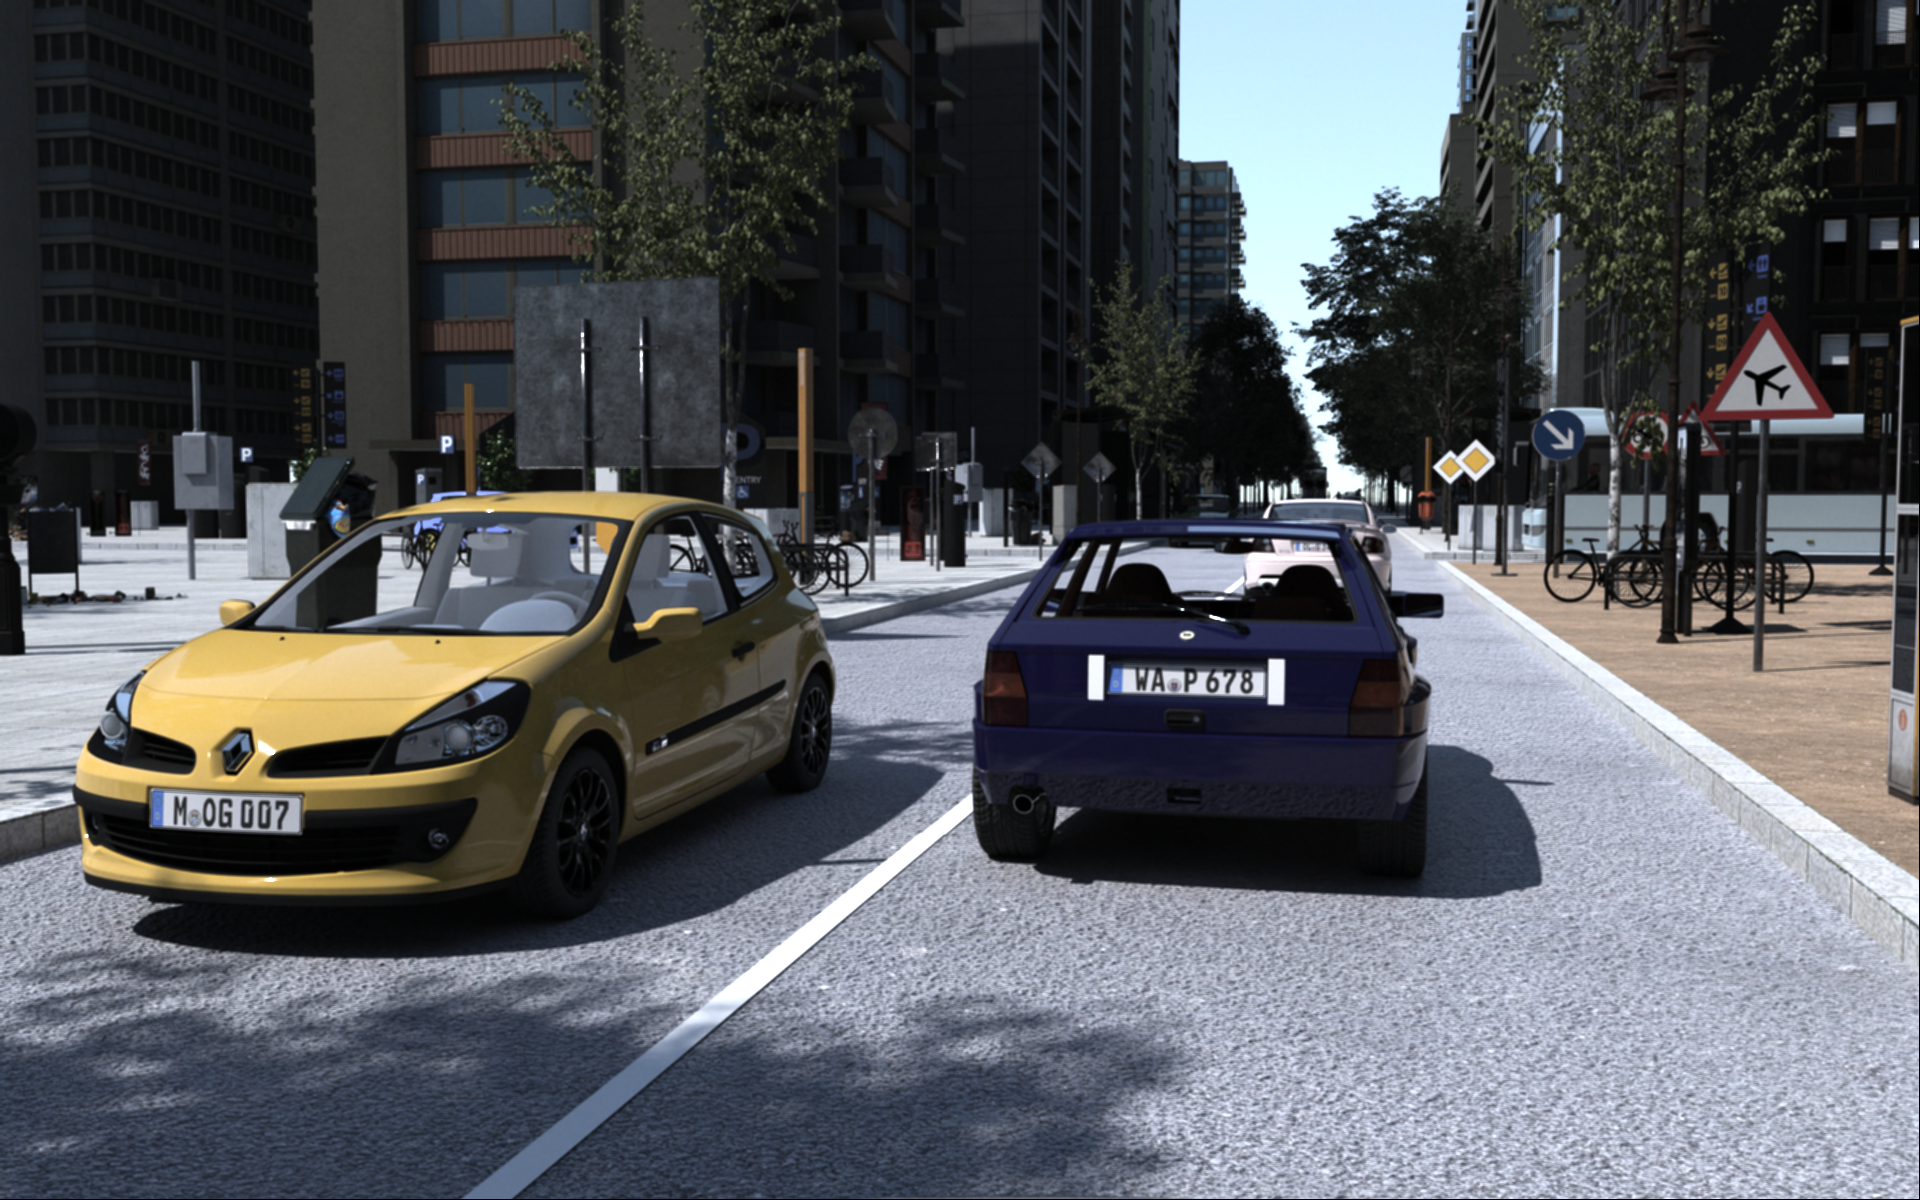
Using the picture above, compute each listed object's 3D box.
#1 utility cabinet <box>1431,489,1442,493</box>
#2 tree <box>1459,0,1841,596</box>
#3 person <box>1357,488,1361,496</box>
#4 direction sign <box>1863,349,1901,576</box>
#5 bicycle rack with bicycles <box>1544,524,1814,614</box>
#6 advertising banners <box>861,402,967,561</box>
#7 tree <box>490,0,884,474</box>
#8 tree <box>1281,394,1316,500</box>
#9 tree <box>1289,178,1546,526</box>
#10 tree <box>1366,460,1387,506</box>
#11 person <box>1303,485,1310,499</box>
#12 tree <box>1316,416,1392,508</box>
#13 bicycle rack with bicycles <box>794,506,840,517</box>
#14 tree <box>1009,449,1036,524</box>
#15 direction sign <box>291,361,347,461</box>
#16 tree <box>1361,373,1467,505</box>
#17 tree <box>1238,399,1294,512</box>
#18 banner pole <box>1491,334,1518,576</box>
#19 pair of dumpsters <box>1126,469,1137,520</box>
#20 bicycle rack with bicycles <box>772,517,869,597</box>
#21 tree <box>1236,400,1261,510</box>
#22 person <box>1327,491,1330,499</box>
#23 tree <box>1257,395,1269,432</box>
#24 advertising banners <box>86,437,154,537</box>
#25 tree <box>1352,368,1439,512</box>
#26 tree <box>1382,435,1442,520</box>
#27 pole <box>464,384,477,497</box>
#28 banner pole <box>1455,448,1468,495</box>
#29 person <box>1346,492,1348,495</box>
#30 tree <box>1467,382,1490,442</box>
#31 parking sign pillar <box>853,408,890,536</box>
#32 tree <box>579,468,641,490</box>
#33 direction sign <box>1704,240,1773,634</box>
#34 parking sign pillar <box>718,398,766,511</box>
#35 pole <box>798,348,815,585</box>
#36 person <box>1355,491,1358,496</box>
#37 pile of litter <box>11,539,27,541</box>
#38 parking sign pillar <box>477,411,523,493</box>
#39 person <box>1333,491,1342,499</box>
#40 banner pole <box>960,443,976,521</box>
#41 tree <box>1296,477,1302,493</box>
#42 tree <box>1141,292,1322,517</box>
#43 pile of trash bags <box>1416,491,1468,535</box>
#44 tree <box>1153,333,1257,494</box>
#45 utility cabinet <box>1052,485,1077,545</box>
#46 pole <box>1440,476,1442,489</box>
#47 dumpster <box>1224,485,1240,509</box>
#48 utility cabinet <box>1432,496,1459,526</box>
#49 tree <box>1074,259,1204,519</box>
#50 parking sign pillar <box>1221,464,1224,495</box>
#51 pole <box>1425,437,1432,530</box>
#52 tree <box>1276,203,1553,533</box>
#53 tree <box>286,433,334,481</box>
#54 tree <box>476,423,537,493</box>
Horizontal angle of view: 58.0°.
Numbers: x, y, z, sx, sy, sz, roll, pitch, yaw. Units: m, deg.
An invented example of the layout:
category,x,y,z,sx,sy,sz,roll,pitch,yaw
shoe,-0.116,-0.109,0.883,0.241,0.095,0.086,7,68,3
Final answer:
category,x,y,z,sx,sy,sz,roll,pitch,yaw
utility cabinet,22.180,-4.455,81.526,1.173,1.500,0.318,3,5,40
tree,8.475,-4.354,21.546,4.737,8.622,4.395,0,3,0
person,27.452,-6.753,118.918,0.705,1.823,1.348,1,4,18
direction sign,14.600,-2.160,27.321,0.876,3.537,0.379,-1,4,-17
bicycle rack with bicycles,8.224,-0.396,19.850,2.925,0.926,2.852,2,4,24
advertising banners,-0.874,-2.257,33.090,2.074,3.025,0.090,-1,4,-14
tree,-2.873,-4.259,20.005,4.737,8.622,4.395,0,3,0
tree,38.181,-17.960,204.017,12.009,13.543,11.850,0,3,0
tree,18.385,-9.971,69.680,9.857,13.997,8.962,0,3,0
tree,44.536,-14.149,181.703,4.737,8.622,4.395,0,3,0
person,14.933,-4.049,74.819,0.853,1.813,0.709,1,4,16
tree,39.857,-15.325,160.937,12.009,13.543,11.850,0,3,0
bicycle rack with bicycles,-4.409,-2.288,50.795,2.925,0.926,2.852,0,4,1
tree,2.725,-4.878,74.353,1.663,3.219,1.824,0,3,0
direction sign,-10.977,-2.307,29.711,0.876,3.537,0.379,-1,4,-11
tree,26.272,-9.191,100.633,4.360,8.622,3.978,0,3,0
tree,20.688,-10.394,120.298,4.737,8.622,4.395,0,3,0
banner pole,8.430,-2.257,26.926,0.401,3.779,0.863,2,4,34
pair of dumpsters,5.219,-3.574,60.931,1.574,2.255,4.437,1,4,13
bicycle rack with bicycles,-2.581,-0.560,22.537,2.925,0.926,2.852,0,4,-6
tree,24.927,-12.787,143.474,8.767,10.594,7.601,1,4,16
person,51.407,-14.252,241.532,0.705,1.823,1.348,-1,4,-9
tree,12.903,-8.264,85.478,4.360,8.622,3.978,0,3,0
advertising banners,-25.657,-3.473,52.964,0.090,3.025,2.074,3,5,41
tree,31.664,-12.299,126.836,9.928,11.665,9.643,0,3,0
tree,22.850,-6.291,86.572,4.285,4.588,4.351,0,3,0
pole,-9.057,-2.338,32.073,0.158,3.312,0.155,0,3,0
banner pole,24.198,-5.736,83.803,0.863,3.779,0.401,3,5,40
person,54.611,-14.406,244.868,0.721,1.723,1.217,0,4,1
tree,32.502,-9.623,107.698,4.360,8.622,3.978,0,3,0
parking sign pillar,-2.894,-3.990,53.716,1.447,3.967,1.447,-2,4,-24
tree,-9.434,-3.228,47.386,1.663,3.219,1.824,0,3,0
direction sign,7.142,-1.466,15.972,0.379,3.537,0.876,-1,4,-13
parking sign pillar,-5.987,-3.618,47.629,1.447,3.967,1.447,0,4,-6
pole,-2.159,-1.863,24.311,0.158,3.312,0.155,0,3,0
person,32.288,-8.027,140.571,0.721,1.723,1.217,2,4,34
pile of litter,-25.650,-2.078,47.932,1.176,0.858,1.719,2,4,27
parking sign pillar,-14.106,-3.954,53.121,1.447,3.967,1.447,-2,4,-27
person,37.527,-9.935,171.671,1.217,1.736,0.721,1,4,14
banner pole,0.377,-5.746,83.959,0.863,3.779,0.401,0,4,-2
tree,49.359,-18.357,250.499,4.360,8.622,3.978,0,3,0
tree,15.532,-11.112,98.687,9.611,12.733,9.660,0,3,0
pile of trash bags,15.879,-2.745,54.628,1.912,1.369,3.447,-3,5,-39
tree,10.548,-7.865,78.948,4.360,8.622,3.978,0,3,0
utility cabinet,2.618,-2.127,43.452,0.318,1.500,1.173,1,4,19
pole,29.087,-6.776,104.637,0.158,3.312,0.155,0,3,0
dumpster,17.733,-6.619,113.973,1.264,1.857,1.865,1,4,13
utility cabinet,19.691,-3.615,70.270,1.020,1.237,0.306,1,4,18
tree,5.613,-6.339,54.000,4.737,8.622,4.395,0,3,0
parking sign pillar,16.563,-7.466,110.533,1.447,3.967,1.447,1,4,14
pole,16.759,-4.167,61.978,0.158,3.312,0.155,0,3,0
tree,15.606,-7.464,56.445,7.601,10.594,8.767,-1,4,-12
tree,-19.945,-3.589,53.281,1.663,3.219,1.824,0,3,0
tree,-12.322,-3.211,47.102,1.663,3.219,1.824,0,3,0
